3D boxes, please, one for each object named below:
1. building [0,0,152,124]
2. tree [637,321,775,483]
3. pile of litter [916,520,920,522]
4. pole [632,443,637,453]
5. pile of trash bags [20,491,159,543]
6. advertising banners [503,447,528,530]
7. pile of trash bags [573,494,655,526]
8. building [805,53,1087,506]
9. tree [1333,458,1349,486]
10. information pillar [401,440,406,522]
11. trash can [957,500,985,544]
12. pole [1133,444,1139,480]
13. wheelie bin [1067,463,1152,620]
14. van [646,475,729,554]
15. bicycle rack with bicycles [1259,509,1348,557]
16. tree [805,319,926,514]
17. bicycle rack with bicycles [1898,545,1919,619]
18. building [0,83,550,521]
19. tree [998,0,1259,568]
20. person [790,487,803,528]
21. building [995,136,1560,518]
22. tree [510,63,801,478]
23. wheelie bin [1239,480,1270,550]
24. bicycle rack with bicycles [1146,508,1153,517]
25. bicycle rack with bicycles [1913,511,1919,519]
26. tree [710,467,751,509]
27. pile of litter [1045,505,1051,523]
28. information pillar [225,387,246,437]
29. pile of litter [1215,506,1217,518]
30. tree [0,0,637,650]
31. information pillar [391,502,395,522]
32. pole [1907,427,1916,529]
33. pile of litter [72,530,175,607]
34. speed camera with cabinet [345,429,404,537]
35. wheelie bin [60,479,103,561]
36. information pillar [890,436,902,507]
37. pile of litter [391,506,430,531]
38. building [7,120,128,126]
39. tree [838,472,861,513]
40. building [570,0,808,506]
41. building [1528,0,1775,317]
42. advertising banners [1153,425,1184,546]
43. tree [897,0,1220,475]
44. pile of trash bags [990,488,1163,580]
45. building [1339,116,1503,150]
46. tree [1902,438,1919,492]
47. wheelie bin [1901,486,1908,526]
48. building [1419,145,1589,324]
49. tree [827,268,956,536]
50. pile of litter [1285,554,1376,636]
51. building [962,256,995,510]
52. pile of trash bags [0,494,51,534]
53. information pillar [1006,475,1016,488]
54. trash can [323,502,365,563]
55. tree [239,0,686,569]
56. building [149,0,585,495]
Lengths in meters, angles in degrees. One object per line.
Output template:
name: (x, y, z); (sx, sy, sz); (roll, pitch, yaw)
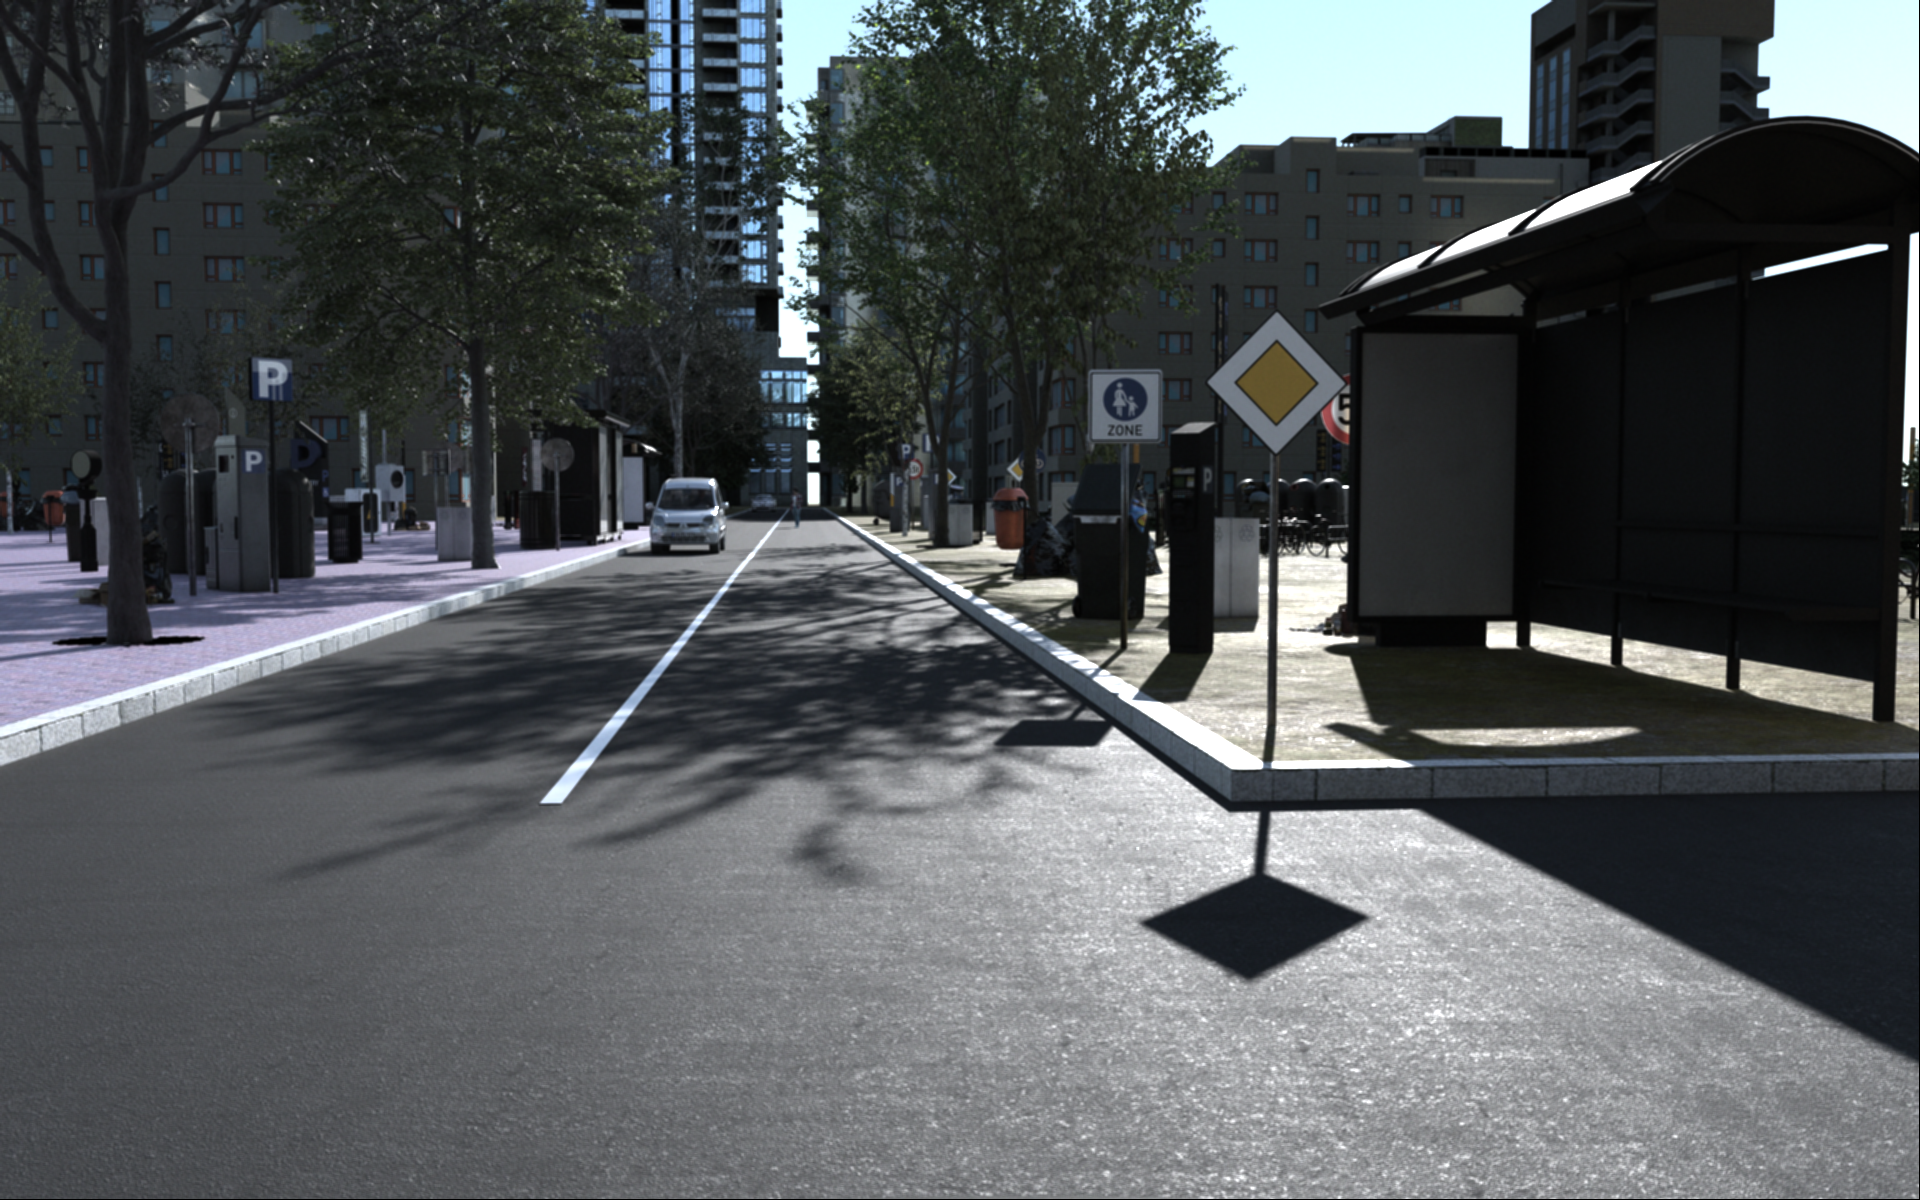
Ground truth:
building: (-84.730, -36.462, 185.393); (27.495, 52.752, 28.713); (0, 4, -5)
tree: (-16.110, -11.721, 108.646); (9.611, 12.733, 9.660); (0, 3, 0)
pile of litter: (-1.303, -4.022, 79.730); (1.176, 0.858, 1.719); (-2, 4, -32)
pole: (-12.780, -4.539, 68.054); (0.158, 3.312, 0.155); (0, 3, 0)
pile of trash bags: (-22.590, -2.212, 45.922); (3.447, 1.369, 1.912); (0, 4, -1)
advertising banners: (-16.265, -4.117, 63.499); (0.090, 3.025, 2.074); (1, 4, 11)
pile of trash bags: (-13.950, -3.655, 69.517); (3.447, 1.369, 1.912); (-3, 4, -36)
building: (-1.633, -34.926, 190.640); (30.456, 49.044, 23.786); (0, 4, -5)
tree: (18.120, -5.172, 79.163); (1.663, 3.219, 1.824); (0, 3, 0)
information pillar: (-24.211, -5.137, 75.338); (0.183, 3.616, 0.504); (-2, 4, -26)
trash can: (0.279, -2.013, 44.568); (0.748, 1.137, 0.748); (0, 3, 0)
pole: (5.471, -3.669, 53.837); (0.158, 3.312, 0.155); (0, 3, 0)
wheelie bin: (1.550, -0.612, 17.914); (0.980, 1.594, 0.693); (2, 4, 31)
van: (-6.716, -2.196, 42.919); (2.013, 2.044, 4.112); (0, 4, -5)
bicycle rack with bicycles: (7.259, -1.425, 36.681); (2.852, 0.926, 2.925); (3, 5, 44)
tree: (-6.097, -11.856, 111.972); (7.486, 12.596, 7.792); (0, 3, 0)
bicycle rack with bicycles: (8.708, -0.310, 18.449); (2.852, 0.926, 2.925); (-1, 4, -20)
building: (-38.918, -15.351, 96.033); (27.650, 21.520, 28.899); (0, 4, -5)
tree: (1.340, -6.405, 30.482); (9.928, 11.665, 9.643); (0, 3, 0)
person: (-6.963, -3.948, 73.893); (0.563, 1.720, 0.643); (2, 4, 29)
building: (17.747, -16.101, 108.289); (27.650, 21.520, 28.899); (0, 4, -5)
tree: (-13.647, -13.517, 76.897); (12.611, 20.169, 13.585); (0, 3, 0)
wheelie bin: (6.880, -1.969, 40.099); (0.693, 1.594, 0.980); (-1, 4, -23)
bicycle rack with bicycles: (7.417, -4.241, 82.730); (2.852, 0.926, 2.925); (-3, 4, -37)
bicycle rack with bicycles: (38.109, -3.283, 67.057); (2.852, 0.926, 2.925); (0, 4, 0)
tree: (-19.525, -9.974, 146.784); (4.285, 4.588, 4.351); (0, 3, 0)
pile of litter: (4.095, -3.531, 71.702); (1.176, 0.858, 1.719); (2, 4, 34)
information pillar: (-15.959, -2.864, 38.189); (0.183, 3.616, 0.504); (2, 4, 25)
pile of litter: (9.712, -3.320, 68.253); (1.719, 0.858, 1.176); (-3, 4, -38)
tree: (-7.272, -6.363, 14.409); (12.009, 13.543, 11.850); (0, 3, 0)
information pillar: (-26.435, -4.646, 80.447); (0.304, 2.012, 0.304); (-3, 5, -41)
pole: (28.897, -3.595, 52.615); (0.158, 3.312, 0.155); (0, 3, 0)
pile of litter: (-9.822, -0.392, 20.379); (1.176, 0.858, 1.719); (-1, 4, -10)
speed camera with cabinet: (-17.640, -3.540, 52.218); (0.660, 3.252, 2.038); (1, 4, 21)
wheelie bin: (-16.797, -1.543, 33.141); (0.693, 1.594, 0.980); (-1, 4, -23)
information pillar: (-2.470, -4.660, 67.549); (0.504, 3.616, 0.183); (-1, 4, -17)
pile of litter: (-19.161, -2.869, 60.869); (1.719, 0.858, 1.176); (-2, 4, -30)
building: (-68.312, -22.385, 137.699); (14.107, 30.474, 14.160); (0, 4, -5)
tree: (-7.419, -7.683, 120.223); (1.663, 3.219, 1.824); (0, 3, 0)
building: (-32.182, -53.424, 186.146); (31.000, 86.520, 22.319); (0, 4, -5)
building: (57.807, -30.391, 146.995); (14.200, 45.320, 14.600); (0, 4, -5)
advertising banners: (5.356, -2.893, 43.489); (0.090, 3.025, 2.074); (2, 4, 33)
tree: (1.470, -4.383, 22.029); (4.737, 8.622, 4.395); (0, 3, 0)
pile of trash bags: (1.631, -1.060, 27.082); (1.912, 1.369, 3.447); (3, 4, 37)
building: (49.797, -30.995, 190.370); (14.086, 41.232, 14.154); (0, 4, -5)
tree: (28.555, -3.478, 51.461); (1.663, 3.219, 1.824); (0, 3, 0)
wheelie bin: (38.078, -3.808, 70.174); (0.693, 1.594, 0.980); (-3, 4, -39)
building: (43.574, -22.977, 147.382); (14.107, 30.474, 14.160); (0, 4, -5)
tree: (-1.777, -6.261, 52.722); (4.360, 8.622, 3.978); (0, 3, 0)
pile of litter: (3.904, -0.123, 15.972); (1.176, 0.858, 1.719); (-3, 4, -38)
building: (15.298, -17.859, 137.031); (27.650, 21.520, 28.899); (0, 4, -5)
pile of trash bags: (-32.837, -3.097, 60.392); (1.912, 1.369, 3.447); (-1, 4, -16)
information pillar: (1.992, -3.851, 67.456); (0.304, 2.012, 0.304); (-3, 5, -39)
trash can: (-11.496, -1.267, 32.369); (0.748, 1.137, 0.748); (0, 3, 0)
tree: (-8.335, -6.791, 29.165); (7.486, 12.596, 7.792); (0, 3, 0)
building: (-45.165, -31.446, 133.753); (30.456, 49.044, 23.786); (0, 4, -5)
